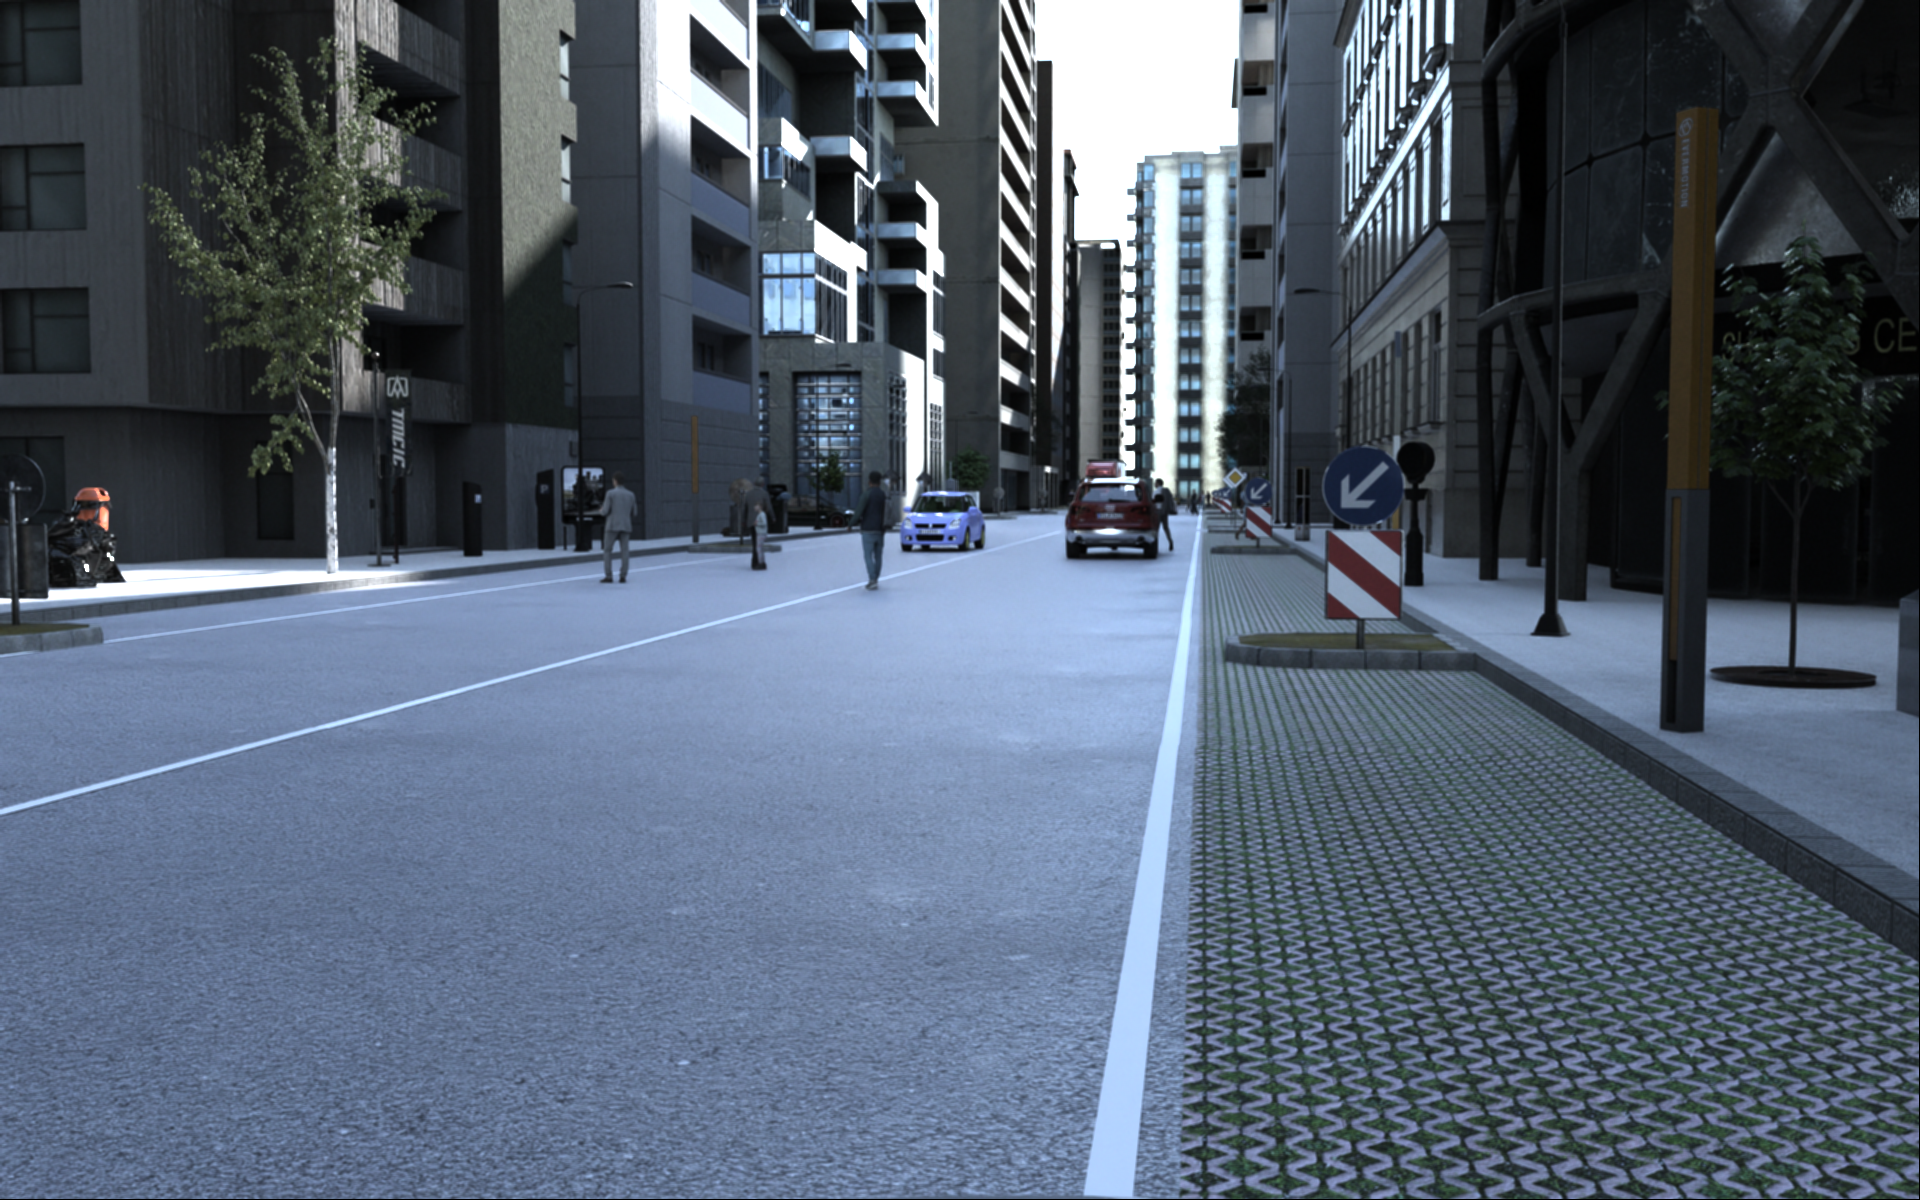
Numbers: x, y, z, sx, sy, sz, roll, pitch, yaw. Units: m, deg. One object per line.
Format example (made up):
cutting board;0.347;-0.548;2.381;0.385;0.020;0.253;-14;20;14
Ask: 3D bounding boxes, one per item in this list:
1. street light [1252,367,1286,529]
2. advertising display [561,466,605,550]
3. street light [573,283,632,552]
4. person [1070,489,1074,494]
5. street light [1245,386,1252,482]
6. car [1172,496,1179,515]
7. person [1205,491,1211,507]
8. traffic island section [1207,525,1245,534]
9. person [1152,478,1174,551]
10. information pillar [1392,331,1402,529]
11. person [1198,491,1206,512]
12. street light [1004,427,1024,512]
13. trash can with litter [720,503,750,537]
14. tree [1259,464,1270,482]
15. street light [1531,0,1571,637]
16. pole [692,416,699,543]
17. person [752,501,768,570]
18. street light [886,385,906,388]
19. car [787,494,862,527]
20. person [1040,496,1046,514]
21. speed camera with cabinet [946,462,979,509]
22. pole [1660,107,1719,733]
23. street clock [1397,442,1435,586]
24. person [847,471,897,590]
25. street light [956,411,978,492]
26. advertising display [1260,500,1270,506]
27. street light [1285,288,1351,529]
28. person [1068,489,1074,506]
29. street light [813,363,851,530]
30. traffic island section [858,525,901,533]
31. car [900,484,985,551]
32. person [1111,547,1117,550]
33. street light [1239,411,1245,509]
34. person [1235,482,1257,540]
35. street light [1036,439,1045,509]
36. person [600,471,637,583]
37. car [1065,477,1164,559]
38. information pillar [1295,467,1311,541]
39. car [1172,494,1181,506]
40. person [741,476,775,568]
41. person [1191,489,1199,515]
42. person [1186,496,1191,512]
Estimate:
street light;11.555;-5.569;63.592;1.470;5.913;1.316;0;4;8
advertising display;-8.645;-2.112;39.753;0.974;1.923;0.123;-1;4;-20
street light;-7.886;-4.020;38.274;1.470;5.913;1.316;0;4;8
person;9.933;-8.782;151.949;0.709;1.838;0.599;-3;4;-37
street light;13.037;-6.201;73.935;1.470;5.913;1.316;0;4;8
car;14.158;-6.619;120.584;2.083;1.381;4.827;1;4;10
person;27.418;-11.209;192.289;0.750;1.759;0.617;-1;4;-16
traffic island section;10.170;-2.548;63.949;2.009;0.180;2.903;0;4;8
person;5.148;-2.165;43.996;0.679;1.850;0.850;-2;4;-29
information pillar;6.234;-2.042;24.742;0.183;3.616;0.504;1;4;12
person;19.794;-8.091;141.625;0.563;1.720;0.643;-1;4;-21
street light;3.730;-9.070;120.832;1.470;5.913;1.316;0;4;8
trash can with litter;-6.746;-2.486;52.026;1.055;1.170;0.624;2;4;30
tree;16.881;-6.051;93.528;1.663;3.219;1.824;0;3;0
street light;4.833;-2.636;15.644;1.470;5.913;1.316;0;4;8
pole;-6.936;-3.152;45.384;0.158;3.312;0.155;0;3;0
person;-3.782;-1.218;32.694;0.394;1.301;0.425;-3;4;-36
street light;-2.989;-6.183;73.634;1.470;5.913;1.316;0;4;8
car;-5.983;-3.671;69.810;4.222;1.686;2.009;0;4;7
person;5.838;-6.687;122.110;0.475;1.303;0.640;1;4;19
speed camera with cabinet;0.136;-6.811;105.692;2.038;3.252;0.660;1;4;18
pole;3.915;-0.945;9.296;0.158;3.312;0.155;0;3;0
street clock;6.339;-1.196;24.129;0.358;2.002;0.471;-3;5;-43
person;-1.299;-1.061;26.190;0.623;1.781;0.721;-3;5;-44
street light;0.332;-7.637;97.402;1.470;5.913;1.316;0;4;8
advertising display;16.851;-5.551;95.972;0.974;1.923;0.123;-2;4;-35
street light;8.212;-4.069;39.076;1.470;5.913;1.316;0;4;8
person;8.807;-7.790;136.050;0.728;1.800;0.709;1;4;16
street light;-4.550;-5.454;61.712;1.470;5.913;1.316;0;4;8
traffic island section;-2.646;-2.658;65.746;2.009;0.180;2.903;0;4;8
car;-0.427;-2.133;44.468;1.945;1.707;3.694;1;4;10
person;3.973;-2.206;44.693;0.709;1.813;0.853;-1;4;-23
street light;16.350;-7.635;97.377;1.470;5.913;1.316;0;4;8
person;8.982;-2.777;53.994;0.778;1.811;0.616;-2;4;-26
street light;7.020;-10.523;144.594;1.470;5.913;1.316;0;4;8
person;-5.582;-1.186;28.097;0.606;1.804;0.583;-3;5;-44
car;3.565;-1.920;40.058;2.281;1.827;5.304;0;4;7
information pillar;9.405;-2.631;47.516;0.304;2.012;0.304;-3;5;-43
car;26.655;-12.617;216.516;2.015;1.641;3.980;1;4;8
person;-3.934;-1.535;33.992;0.661;1.777;0.834;1;4;15
person;15.927;-6.654;117.706;0.534;1.772;0.576;-3;5;-44
person;18.452;-7.773;139.852;0.475;1.303;0.640;3;5;42
